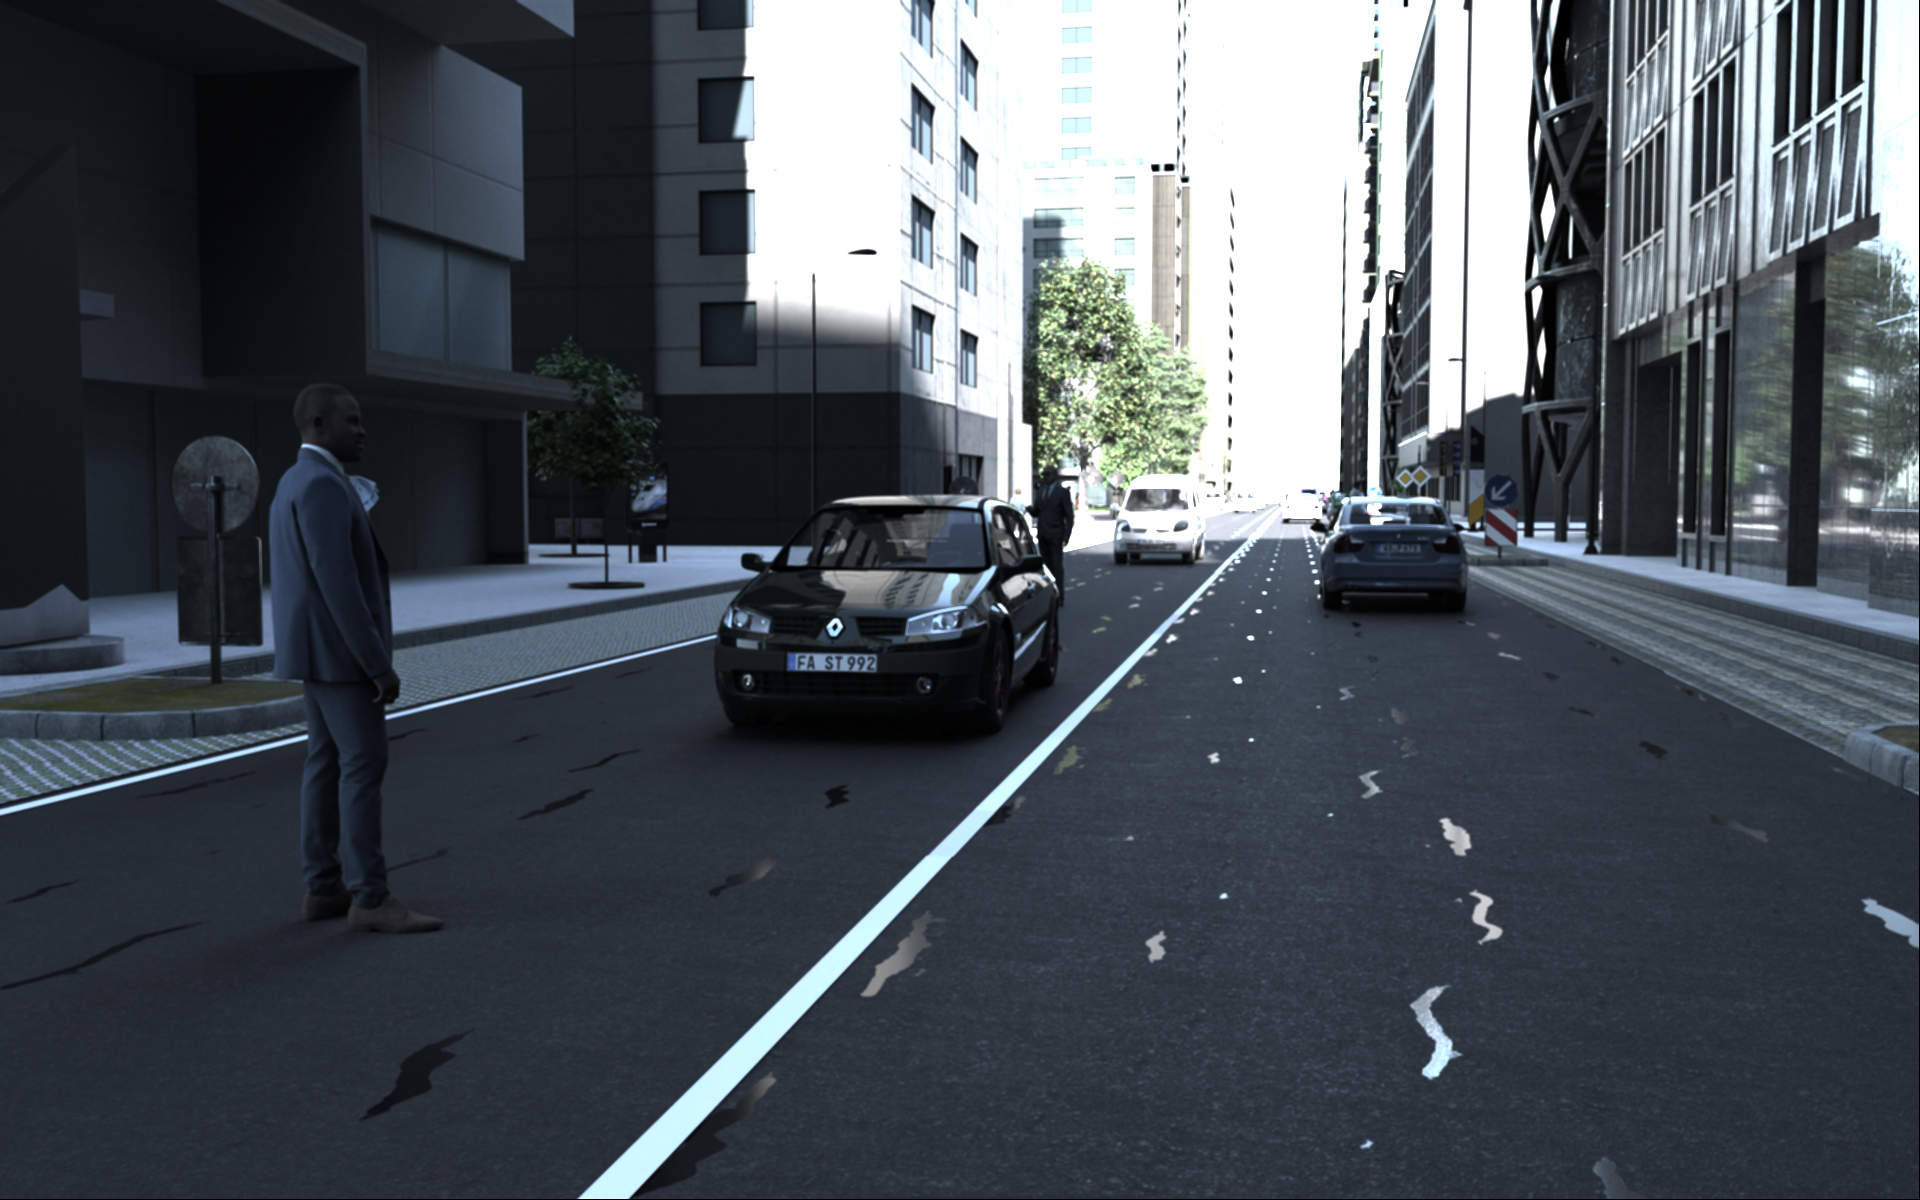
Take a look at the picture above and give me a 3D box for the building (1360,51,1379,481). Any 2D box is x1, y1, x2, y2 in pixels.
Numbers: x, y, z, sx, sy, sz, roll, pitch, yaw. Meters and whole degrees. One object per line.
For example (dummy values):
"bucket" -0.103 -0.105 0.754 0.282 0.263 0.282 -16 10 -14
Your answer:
"building" 50.778 -31.457 168.941 22.147 44.769 28.867 1 4 11

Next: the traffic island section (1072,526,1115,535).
"traffic island section" 4.729 -2.410 61.686 2.009 0.180 2.903 1 4 11

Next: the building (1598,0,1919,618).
"building" 17.592 -12.672 25.211 12.078 24.808 19.932 1 4 11

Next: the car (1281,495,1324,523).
"car" 16.947 -4.487 85.725 2.083 1.381 4.827 1 4 12

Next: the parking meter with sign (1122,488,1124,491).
"parking meter with sign" 13.093 -8.845 140.882 1.738 3.016 0.543 0 4 -6

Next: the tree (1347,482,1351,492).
"tree" 50.939 -14.008 223.631 1.663 3.219 1.824 0 3 0

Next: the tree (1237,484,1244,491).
"tree" 48.519 -18.712 300.537 1.663 3.219 1.824 0 3 0

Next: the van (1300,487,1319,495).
"van" 35.611 -10.558 177.007 2.240 2.365 5.245 1 4 10

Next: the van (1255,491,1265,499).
"van" 35.811 -12.358 209.062 2.013 2.044 4.112 1 4 12

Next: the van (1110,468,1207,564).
"van" 4.275 -1.826 36.859 2.013 2.044 4.112 1 4 12

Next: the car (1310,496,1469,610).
"car" 5.634 -0.659 22.784 2.014 1.417 4.499 1 4 11

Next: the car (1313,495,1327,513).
"car" 27.327 -7.414 133.582 2.083 1.381 4.827 1 4 9

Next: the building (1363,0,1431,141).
"building" 68.944 -57.780 257.369 22.319 86.520 31.000 1 4 11

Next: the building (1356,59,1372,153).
"building" 73.054 -51.684 283.278 20.563 71.187 20.611 1 4 11

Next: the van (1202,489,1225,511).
"van" 21.791 -8.670 148.765 2.013 2.044 4.112 1 4 10

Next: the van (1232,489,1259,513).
"van" 21.770 -7.645 132.003 2.013 2.044 4.112 1 4 11

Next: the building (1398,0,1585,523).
"building" 30.570 -18.046 88.563 14.314 27.812 24.014 1 4 11

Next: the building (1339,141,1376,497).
"building" 62.280 -37.226 232.341 21.300 48.544 21.600 1 4 11

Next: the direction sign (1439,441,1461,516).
"direction sign" 20.991 -5.030 74.242 0.876 3.537 0.379 0 4 7

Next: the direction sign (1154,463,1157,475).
"direction sign" 13.067 -7.580 115.928 0.379 3.537 0.876 1 4 16

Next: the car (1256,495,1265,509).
"car" 28.373 -9.453 166.924 2.083 1.381 4.827 1 4 10

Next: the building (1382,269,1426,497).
"building" 36.502 -15.088 114.133 16.820 18.784 16.811 1 4 11

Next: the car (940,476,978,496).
"car" -0.356 -0.573 19.162 2.009 1.686 4.222 1 4 13

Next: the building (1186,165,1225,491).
"building" 24.622 -32.214 210.285 14.154 41.232 14.086 1 4 11

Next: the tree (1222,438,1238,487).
"tree" 32.963 -16.458 219.455 4.360 8.622 3.978 0 3 0

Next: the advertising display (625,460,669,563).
"advertising display" -5.856 -1.665 32.434 0.123 1.923 0.974 3 4 38

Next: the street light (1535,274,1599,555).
"street light" 12.863 -3.923 36.683 1.470 5.913 1.316 1 4 11

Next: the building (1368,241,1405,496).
"building" 36.711 -16.906 131.160 10.420 20.320 16.860 1 4 11

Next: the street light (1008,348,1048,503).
"street light" 2.112 -5.072 55.472 1.470 5.913 1.316 1 4 11

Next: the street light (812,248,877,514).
"street light" -2.254 -3.698 33.007 1.470 5.913 1.316 1 4 11

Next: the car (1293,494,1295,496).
"car" 36.122 -10.723 184.113 1.959 1.807 4.718 1 4 10

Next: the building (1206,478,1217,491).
"building" 12.311 -30.643 192.900 32.217 40.220 23.993 1 4 11

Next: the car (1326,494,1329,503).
"car" 53.500 -14.993 254.914 2.009 1.686 4.222 1 4 11

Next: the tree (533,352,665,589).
"tree" -4.788 -1.775 23.619 1.663 3.219 1.824 0 3 0

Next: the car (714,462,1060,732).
"car" -0.360 -0.122 11.787 2.009 1.686 4.222 1 4 10

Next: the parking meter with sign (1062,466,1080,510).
"parking meter with sign" 6.771 -6.880 108.744 1.738 3.016 0.543 -2 4 -30

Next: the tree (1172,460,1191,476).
"tree" 16.705 -9.429 137.884 4.285 4.588 4.351 0 3 0

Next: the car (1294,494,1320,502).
"car" 22.965 -6.360 115.787 2.131 1.459 4.920 1 4 11

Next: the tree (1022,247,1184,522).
"tree" 5.671 -10.022 80.862 9.611 12.733 9.660 0 3 0

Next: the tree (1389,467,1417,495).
"tree" 27.052 -6.791 105.638 1.663 3.219 1.824 0 3 0

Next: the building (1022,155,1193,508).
"building" 12.872 -23.244 151.742 14.160 30.474 14.107 1 4 11

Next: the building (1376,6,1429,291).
"building" 42.867 -28.449 148.741 14.154 41.232 14.086 1 4 11

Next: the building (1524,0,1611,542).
"building" 24.534 -11.068 48.421 16.820 18.784 16.811 1 4 11

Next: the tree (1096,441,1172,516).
"tree" 9.710 -7.346 103.818 4.285 4.588 4.351 0 3 0

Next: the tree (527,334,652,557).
"tree" -7.889 -3.176 35.647 4.285 4.588 4.351 0 3 0

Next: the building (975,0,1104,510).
"building" 13.674 -44.646 168.208 20.563 71.187 20.611 1 4 11

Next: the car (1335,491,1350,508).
"car" 34.223 -8.976 155.550 1.959 1.807 4.718 1 4 11

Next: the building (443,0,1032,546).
"building" -9.492 -37.521 51.715 20.611 71.187 20.563 1 4 11

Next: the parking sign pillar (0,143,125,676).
"parking sign pillar" -7.019 -1.487 12.779 1.447 3.967 1.447 0 4 2

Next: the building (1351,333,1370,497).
"building" 59.343 -21.549 197.362 27.650 21.520 28.899 1 4 11

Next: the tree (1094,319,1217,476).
"tree" 13.970 -13.353 124.982 9.857 13.997 8.962 0 3 0

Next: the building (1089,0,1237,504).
"building" 31.026 -50.133 257.928 20.563 71.187 20.611 1 4 11

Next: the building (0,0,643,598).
"building" -21.418 -26.280 18.912 28.713 52.752 27.495 1 4 11

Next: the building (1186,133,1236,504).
"building" 26.477 -37.539 237.463 21.300 48.544 21.600 1 4 11
